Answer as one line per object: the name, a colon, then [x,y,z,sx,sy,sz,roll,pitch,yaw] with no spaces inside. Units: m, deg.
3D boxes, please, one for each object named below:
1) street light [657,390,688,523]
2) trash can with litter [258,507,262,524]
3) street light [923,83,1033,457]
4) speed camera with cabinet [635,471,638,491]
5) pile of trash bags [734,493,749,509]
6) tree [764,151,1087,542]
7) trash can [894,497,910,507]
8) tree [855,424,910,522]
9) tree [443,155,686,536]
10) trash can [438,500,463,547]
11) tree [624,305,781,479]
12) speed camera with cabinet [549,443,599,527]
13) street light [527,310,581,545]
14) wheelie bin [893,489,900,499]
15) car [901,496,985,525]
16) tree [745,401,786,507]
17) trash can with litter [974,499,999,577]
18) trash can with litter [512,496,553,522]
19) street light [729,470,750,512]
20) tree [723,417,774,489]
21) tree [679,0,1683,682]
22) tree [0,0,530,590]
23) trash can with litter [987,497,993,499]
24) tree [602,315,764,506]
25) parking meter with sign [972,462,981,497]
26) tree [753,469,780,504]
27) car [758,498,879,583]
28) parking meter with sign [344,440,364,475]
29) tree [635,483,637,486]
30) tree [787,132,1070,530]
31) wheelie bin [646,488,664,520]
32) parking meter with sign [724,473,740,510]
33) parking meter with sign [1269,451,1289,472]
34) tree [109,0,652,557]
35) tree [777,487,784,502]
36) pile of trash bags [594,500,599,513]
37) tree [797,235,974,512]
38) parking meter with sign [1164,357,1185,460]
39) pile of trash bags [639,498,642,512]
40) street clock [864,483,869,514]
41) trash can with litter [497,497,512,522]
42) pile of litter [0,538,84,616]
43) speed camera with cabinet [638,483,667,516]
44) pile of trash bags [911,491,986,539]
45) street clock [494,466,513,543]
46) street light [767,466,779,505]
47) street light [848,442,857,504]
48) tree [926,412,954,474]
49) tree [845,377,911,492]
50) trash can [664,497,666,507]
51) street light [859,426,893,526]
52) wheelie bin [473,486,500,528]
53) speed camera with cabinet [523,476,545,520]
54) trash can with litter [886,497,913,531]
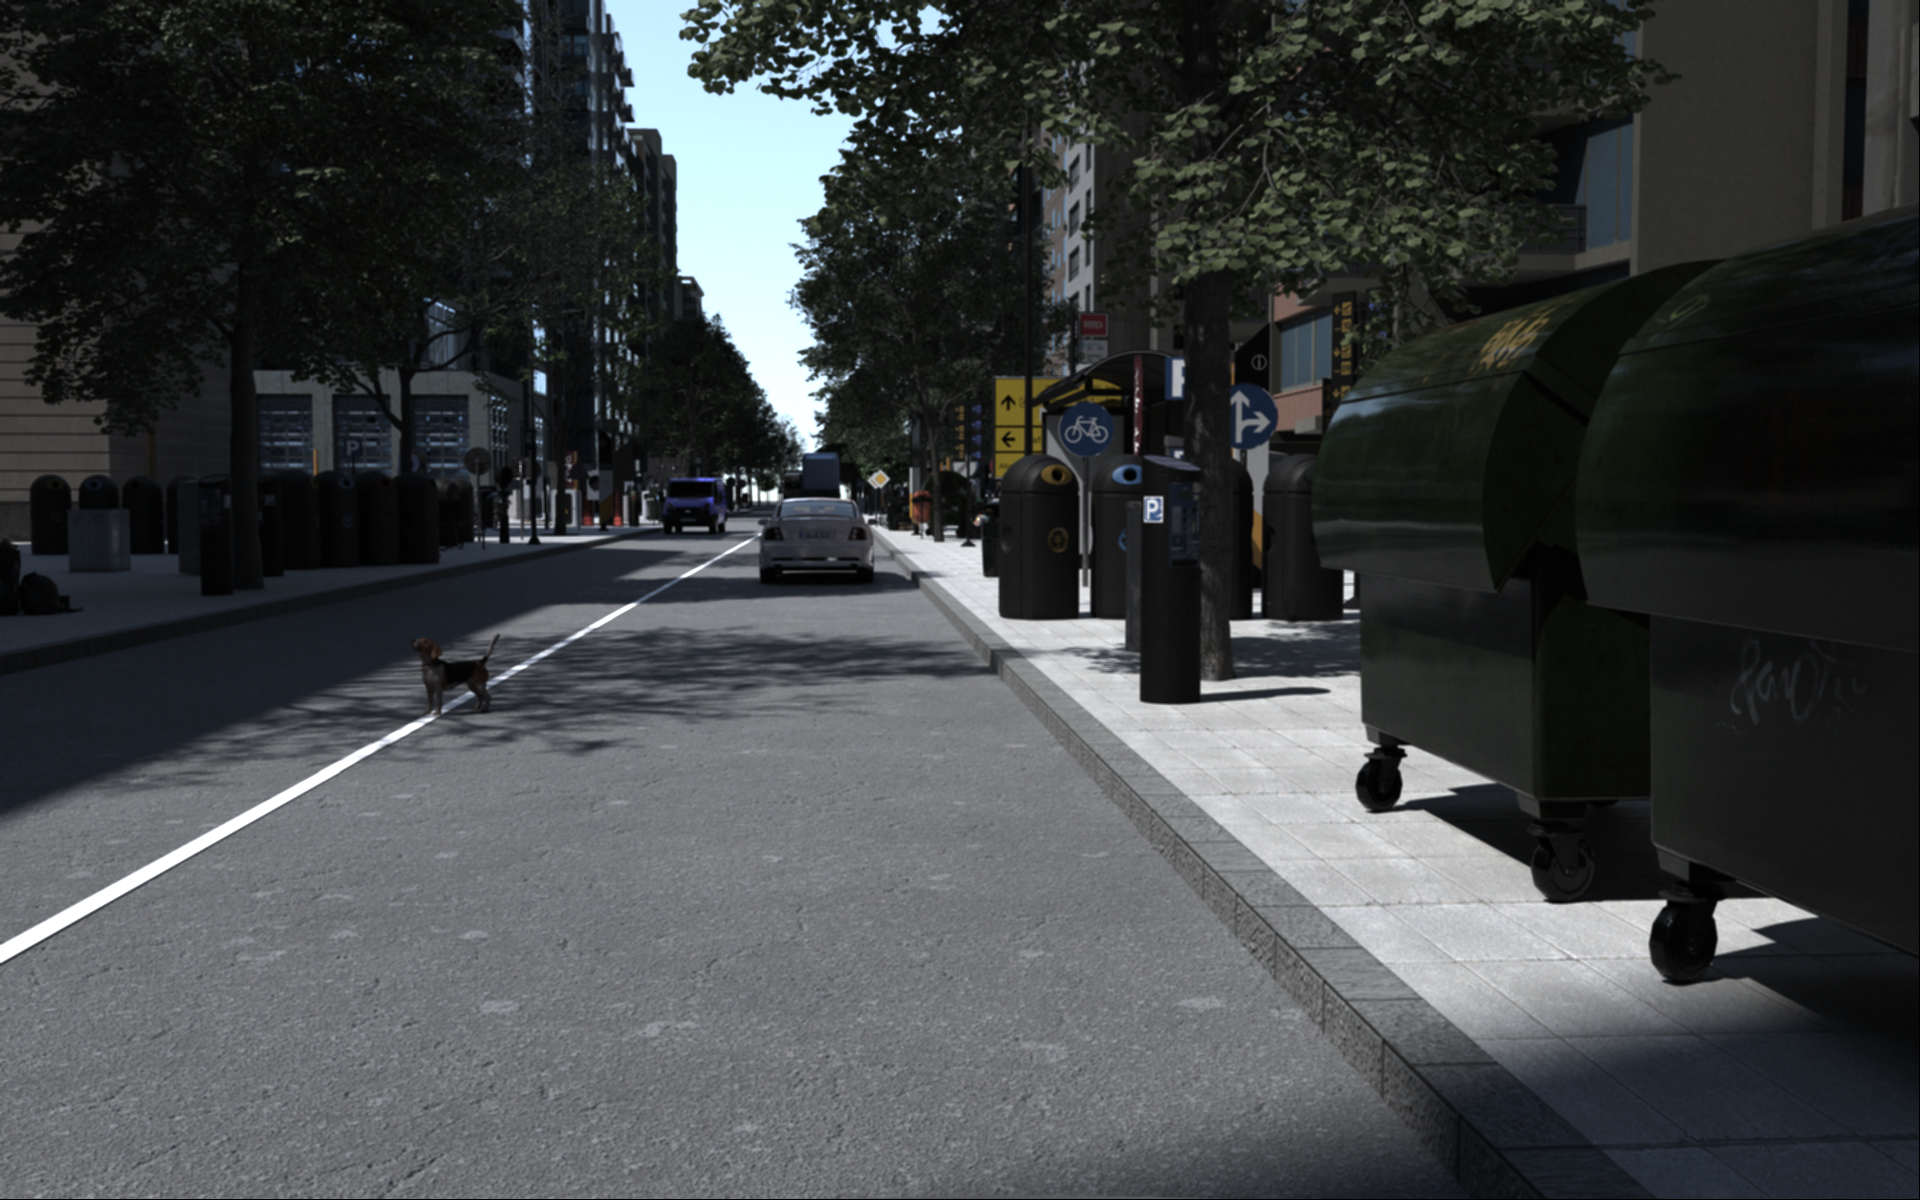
street light: [-12.796,-6.403,77.228,1.470,5.913,1.316,0,4,-4]
trash can with litter: [-12.893,-1.288,32.445,0.624,1.170,1.055,-2,4,-26]
street light: [0.241,-2.880,19.634,1.470,5.913,1.316,0,4,-4]
speed camera with cabinet: [-27.875,-9.290,146.228,2.038,3.252,0.660,2,4,27]
pile of trash bags: [-19.373,-8.547,149.488,3.447,1.369,1.912,3,5,44]
tree: [-0.554,-6.856,46.502,8.767,10.594,7.601,0,4,-3]
trash can: [-3.109,-4.650,87.684,0.748,1.137,0.748,0,3,0]
tree: [-3.299,-5.924,80.564,4.285,4.588,4.351,0,3,0]
tree: [-12.238,-7.789,53.107,9.928,11.665,9.643,0,3,0]
trash can: [-12.555,-1.885,42.481,0.748,1.137,0.748,0,3,0]
tree: [-15.877,-11.535,105.612,9.611,12.733,9.660,0,3,0]
speed camera with cabinet: [-14.645,-4.428,66.727,2.038,3.252,0.660,0,4,5]
street light: [-10.258,-4.358,43.790,1.470,5.913,1.316,0,4,-4]
wheelie bin: [-4.081,-6.430,113.045,0.693,1.594,0.980,-3,5,-42]
car: [-0.542,-3.766,73.373,4.920,1.459,2.131,0,4,-4]
tree: [-21.601,-15.370,177.048,9.928,11.665,9.643,0,3,0]
trash can with litter: [0.542,-0.959,27.060,0.624,1.170,1.055,0,4,2]
trash can with litter: [-19.197,-4.166,79.169,2.233,1.210,1.678,1,4,23]
street light: [-16.255,-9.450,127.049,1.470,5.913,1.316,0,4,-4]
tree: [-17.965,-11.469,137.885,4.360,8.622,3.978,0,3,0]
tree: [1.532,-5.748,12.112,7.486,12.596,7.792,0,3,0]
tree: [-9.224,-6.415,23.018,7.486,12.596,7.792,0,3,0]
trash can with litter: [0.613,-2.786,56.931,1.055,1.170,0.624,2,4,29]
tree: [-14.719,-9.586,91.147,8.767,10.594,7.601,0,4,-3]
parking meter with sign: [0.733,-5.185,81.040,0.543,3.016,1.738,1,4,9]
tree: [-25.185,-14.753,224.929,4.285,4.588,4.351,0,3,0]
car: [-2.408,-1.041,29.386,2.083,1.381,4.827,0,4,-4]
parking meter with sign: [-19.427,-3.667,56.210,0.543,3.016,1.738,0,4,-3]
tree: [-27.623,-9.056,142.674,1.663,3.219,1.824,0,3,0]
tree: [-1.293,-9.461,61.346,9.857,13.997,8.962,0,3,0]
wheelie bin: [-14.922,-4.708,84.878,0.980,1.594,0.693,3,5,42]
parking meter with sign: [-19.175,-9.023,143.789,1.738,3.016,0.543,2,4,25]
parking meter with sign: [5.389,-2.068,30.073,0.543,3.016,1.738,3,4,39]
tree: [-11.289,-7.605,34.707,12.009,13.543,11.850,0,3,0]
tree: [-30.029,-18.034,289.463,1.663,3.219,1.824,0,3,0]
pile of trash bags: [-23.343,-6.437,114.997,1.912,1.369,3.447,-1,4,-19]
tree: [-4.966,-16.432,124.558,12.611,20.169,13.585,0,3,0]
parking meter with sign: [2.947,-1.628,22.887,0.543,3.016,1.738,0,4,5]
pile of trash bags: [-28.588,-8.520,149.048,1.912,1.369,3.447,0,4,3]
street clock: [-5.906,-6.382,108.910,0.358,2.002,0.471,0,4,-1]
trash can with litter: [-21.247,-4.199,80.033,0.624,1.170,1.055,1,4,23]
pile of litter: [-10.320,-0.274,18.441,1.719,0.858,1.176,-1,4,-21]
speed camera with cabinet: [-17.255,-6.434,99.528,2.038,3.252,0.660,1,4,18]
pile of trash bags: [0.321,-2.439,49.637,3.447,1.369,1.912,0,4,0]
street clock: [-11.941,-2.494,45.348,0.358,2.002,0.471,2,4,26]
street light: [-21.920,-14.108,203.204,1.470,5.913,1.316,0,4,-4]
street light: [-5.835,-7.963,102.735,1.470,5.913,1.316,0,4,-4]
tree: [-1.392,-11.400,136.753,4.360,8.622,3.978,0,3,0]
tree: [-3.645,-8.589,90.792,4.737,8.622,4.395,0,3,0]
trash can: [-14.871,-4.720,88.823,0.748,1.137,0.748,0,3,0]
street light: [-3.301,-5.942,69.694,1.470,5.913,1.316,0,4,-4]
wheelie bin: [-17.897,-3.534,65.687,0.980,1.594,0.693,0,3,0]
speed camera with cabinet: [-19.656,-5.360,81.978,0.660,3.252,2.038,3,5,43]
trash can with litter: [-2.081,-3.003,60.486,1.055,1.170,0.624,3,5,43]
